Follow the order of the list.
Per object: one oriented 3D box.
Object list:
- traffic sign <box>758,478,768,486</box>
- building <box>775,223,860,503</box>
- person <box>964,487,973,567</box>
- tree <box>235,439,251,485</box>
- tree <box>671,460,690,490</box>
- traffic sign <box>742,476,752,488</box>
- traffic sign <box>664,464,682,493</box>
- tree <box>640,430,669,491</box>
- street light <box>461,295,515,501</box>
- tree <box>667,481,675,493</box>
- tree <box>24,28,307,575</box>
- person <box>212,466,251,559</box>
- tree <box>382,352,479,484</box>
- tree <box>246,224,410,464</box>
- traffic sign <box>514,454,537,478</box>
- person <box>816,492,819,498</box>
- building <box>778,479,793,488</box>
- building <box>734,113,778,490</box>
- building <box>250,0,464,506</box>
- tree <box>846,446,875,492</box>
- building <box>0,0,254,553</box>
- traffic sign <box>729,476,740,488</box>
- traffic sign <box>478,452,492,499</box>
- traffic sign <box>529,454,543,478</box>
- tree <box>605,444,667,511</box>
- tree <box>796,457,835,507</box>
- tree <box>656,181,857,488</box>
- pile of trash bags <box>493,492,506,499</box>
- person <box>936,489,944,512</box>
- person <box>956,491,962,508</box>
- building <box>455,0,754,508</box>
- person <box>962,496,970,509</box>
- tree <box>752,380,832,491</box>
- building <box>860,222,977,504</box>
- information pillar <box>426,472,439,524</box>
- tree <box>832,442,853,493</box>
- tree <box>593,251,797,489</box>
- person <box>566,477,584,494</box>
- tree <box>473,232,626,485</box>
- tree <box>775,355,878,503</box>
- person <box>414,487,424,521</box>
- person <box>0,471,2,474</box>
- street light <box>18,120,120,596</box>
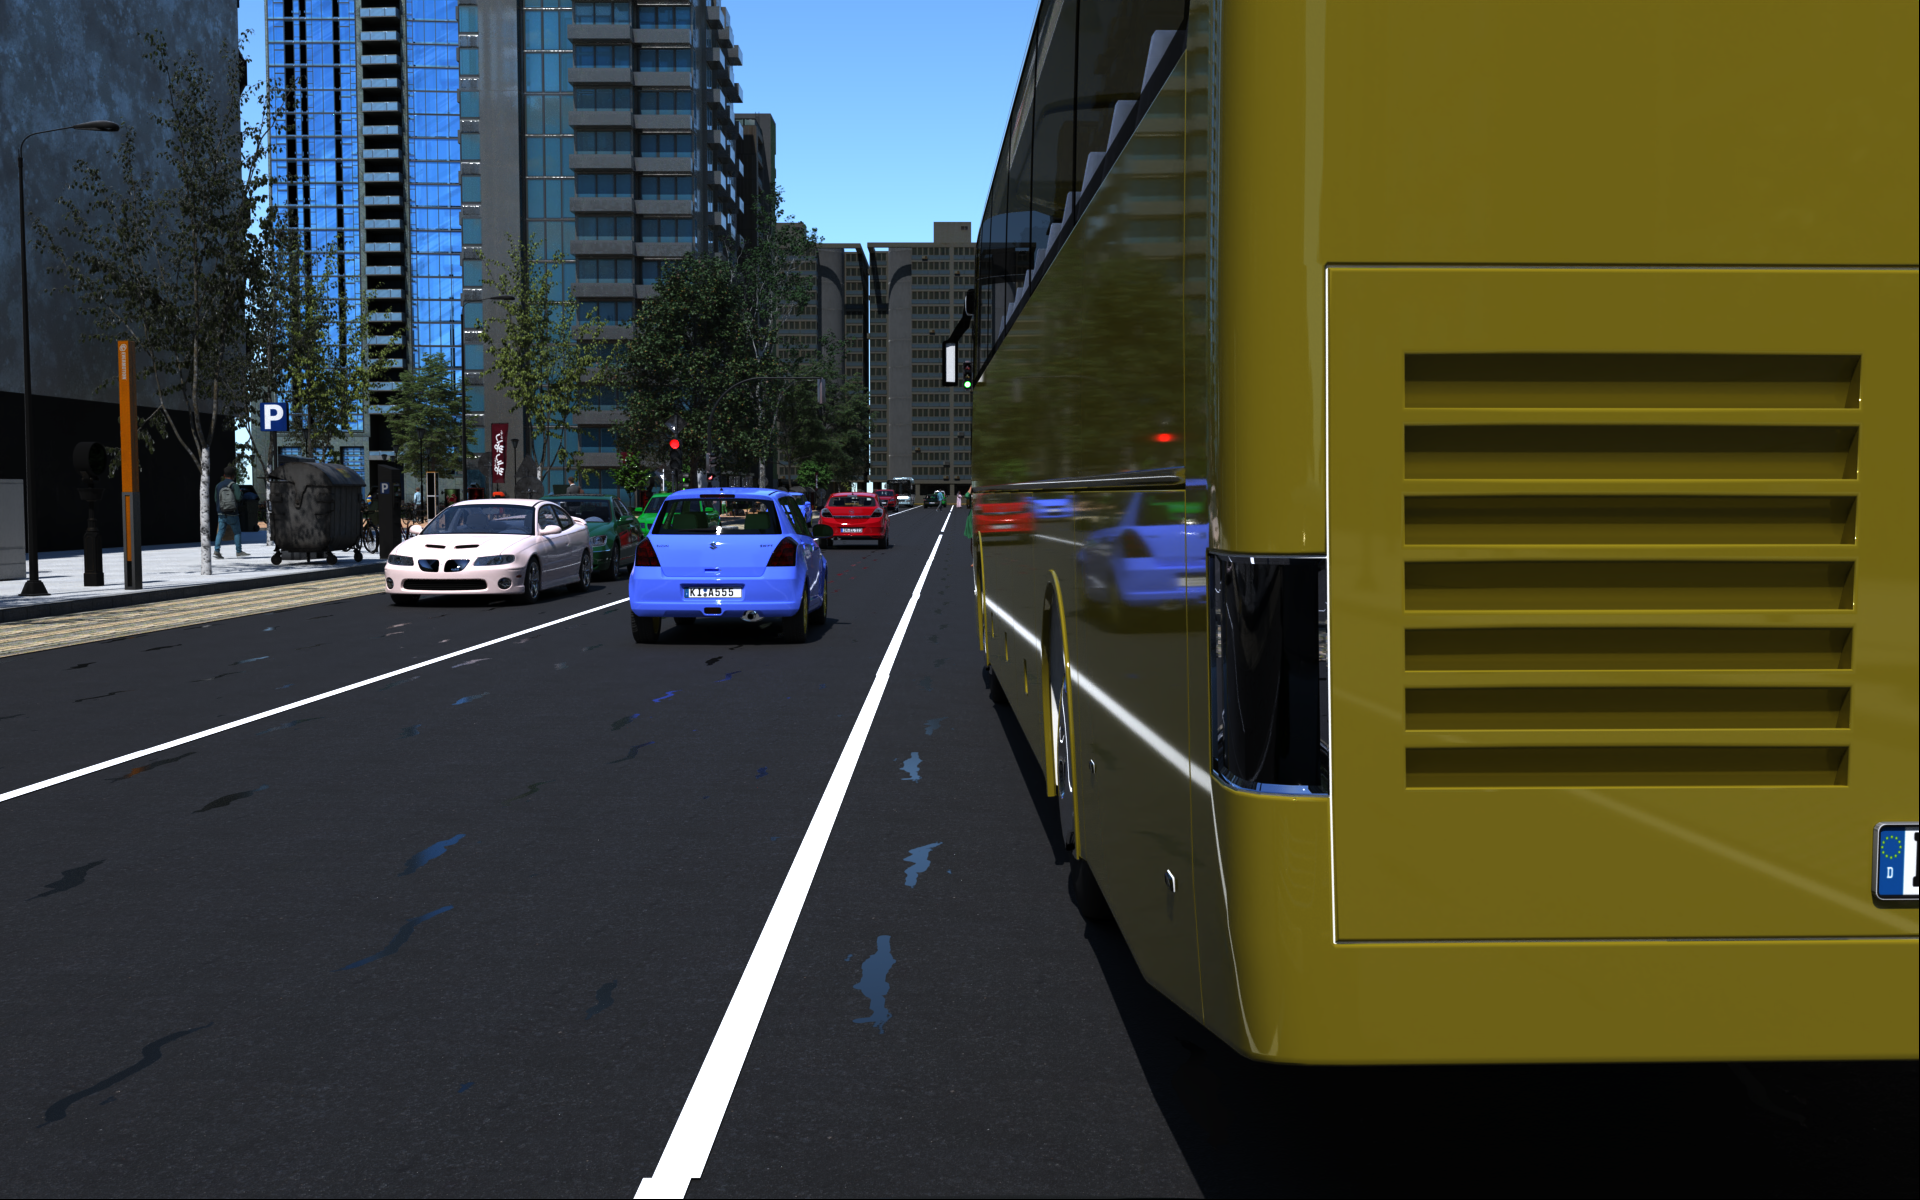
[{"bbox_3d":[-14.162,-7.608,124.501,0.768,2.556,0.104,0,4,5],"label":"traffic sign"},{"bbox_3d":[-25.234,-34.185,250.798,23.993,40.220,32.217,0,3,0],"label":"building"},{"bbox_3d":[0.365,-1.551,34.114,0.600,1.795,0.529,0,4,-7],"label":"person"},{"bbox_3d":[-63.112,-10.345,132.040,11.467,7.101,20.602,0,4,3],"label":"tree"},{"bbox_3d":[-21.408,-9.589,140.490,4.285,4.588,4.351,0,3,0],"label":"tree"},{"bbox_3d":[-11.988,-5.836,97.550,0.606,2.300,0.079,0,4,2],"label":"traffic sign"},{"bbox_3d":[-12.050,-4.442,72.729,0.768,2.556,0.104,0,4,7],"label":"traffic sign"},{"bbox_3d":[-21.262,-10.500,122.033,4.360,8.622,3.978,0,3,0],"label":"tree"},{"bbox_3d":[-11.074,-4.159,40.536,1.470,5.913,1.316,0,3,0],"label":"street light"},{"bbox_3d":[-21.981,-8.495,133.500,1.663,3.219,1.824,0,3,0],"label":"tree"},{"bbox_3d":[-12.156,-4.712,27.404,4.360,8.622,3.978,0,3,0],"label":"tree"},{"bbox_3d":[-14.444,-1.720,34.152,0.794,1.824,0.713,2,4,33],"label":"person"},{"bbox_3d":[-42.126,-13.458,138.164,7.486,12.596,7.792,0,3,0],"label":"tree"},{"bbox_3d":[-17.838,-5.992,48.330,4.737,8.622,4.395,0,3,0],"label":"tree"},{"bbox_3d":[-13.961,-3.418,55.889,0.884,2.594,0.081,0,4,5],"label":"traffic sign"},{"bbox_3d":[-17.610,-12.769,214.917,0.705,1.812,1.348,-3,5,-40],"label":"person"},{"bbox_3d":[-34.686,-33.271,198.610,28.867,44.769,22.147,0,3,0],"label":"building"},{"bbox_3d":[-26.836,-30.410,180.792,14.154,41.232,14.086,0,3,0],"label":"building"},{"bbox_3d":[-64.620,-54.116,197.470,31.000,86.520,22.319,0,3,0],"label":"building"},{"bbox_3d":[-12.610,-15.859,209.662,4.360,8.622,3.978,0,3,0],"label":"tree"},{"bbox_3d":[-28.613,-10.729,42.865,16.811,18.784,16.820,0,3,0],"label":"building"},{"bbox_3d":[-12.653,-5.816,97.224,0.606,2.300,0.079,0,4,5],"label":"traffic sign"},{"bbox_3d":[-14.064,-3.168,51.907,0.768,2.556,0.104,0,4,1],"label":"traffic sign"},{"bbox_3d":[-14.063,-3.465,56.650,0.884,2.594,0.081,0,4,1],"label":"traffic sign"},{"bbox_3d":[-12.656,-4.435,67.113,1.663,3.219,1.824,0,3,0],"label":"tree"},{"bbox_3d":[-12.401,-10.054,148.093,4.285,4.588,4.351,0,3,0],"label":"tree"},{"bbox_3d":[-12.832,-15.388,107.490,12.611,20.169,13.585,0,3,0],"label":"tree"},{"bbox_3d":[-16.506,-3.523,67.353,3.447,1.369,1.912,-1,4,-12],"label":"pile of trash bags"},{"bbox_3d":[-1.670,-8.138,141.421,0.748,1.841,0.638,-2,4,-27],"label":"person"},{"bbox_3d":[-0.078,-10.157,175.238,0.621,1.740,0.551,2,4,29],"label":"person"},{"bbox_3d":[-31.689,-32.878,157.158,23.786,49.044,30.456,0,3,0],"label":"building"},{"bbox_3d":[0.822,-9.660,167.167,1.217,1.736,0.721,0,4,-1],"label":"person"},{"bbox_3d":[-13.161,-12.075,131.845,7.601,10.594,8.767,0,4,0],"label":"tree"},{"bbox_3d":[-1.145,-34.138,250.038,23.993,40.220,32.217,0,3,0],"label":"building"},{"bbox_3d":[-17.415,-3.226,57.229,0.304,2.012,0.304,0,4,5],"label":"information pillar"},{"bbox_3d":[-12.722,-14.132,181.423,4.737,8.622,4.395,0,3,0],"label":"tree"},{"bbox_3d":[-12.598,-10.089,81.971,9.611,12.733,9.660,0,3,0],"label":"tree"},{"bbox_3d":[-12.166,-2.976,54.658,0.822,1.834,0.622,2,4,31],"label":"person"},{"bbox_3d":[-11.739,-6.013,48.680,4.737,8.622,4.395,0,3,0],"label":"tree"},{"bbox_3d":[-12.103,-15.332,157.336,9.857,13.997,8.962,0,3,0],"label":"tree"},{"bbox_3d":[-25.674,-4.539,82.066,0.330,1.601,0.589,3,5,44],"label":"person"},{"bbox_3d":[-15.271,-1.280,27.325,0.532,1.782,0.716,-1,4,-9],"label":"person"},{"bbox_3d":[-11.154,-3.007,21.701,1.470,5.913,1.316,0,3,0],"label":"street light"}]
